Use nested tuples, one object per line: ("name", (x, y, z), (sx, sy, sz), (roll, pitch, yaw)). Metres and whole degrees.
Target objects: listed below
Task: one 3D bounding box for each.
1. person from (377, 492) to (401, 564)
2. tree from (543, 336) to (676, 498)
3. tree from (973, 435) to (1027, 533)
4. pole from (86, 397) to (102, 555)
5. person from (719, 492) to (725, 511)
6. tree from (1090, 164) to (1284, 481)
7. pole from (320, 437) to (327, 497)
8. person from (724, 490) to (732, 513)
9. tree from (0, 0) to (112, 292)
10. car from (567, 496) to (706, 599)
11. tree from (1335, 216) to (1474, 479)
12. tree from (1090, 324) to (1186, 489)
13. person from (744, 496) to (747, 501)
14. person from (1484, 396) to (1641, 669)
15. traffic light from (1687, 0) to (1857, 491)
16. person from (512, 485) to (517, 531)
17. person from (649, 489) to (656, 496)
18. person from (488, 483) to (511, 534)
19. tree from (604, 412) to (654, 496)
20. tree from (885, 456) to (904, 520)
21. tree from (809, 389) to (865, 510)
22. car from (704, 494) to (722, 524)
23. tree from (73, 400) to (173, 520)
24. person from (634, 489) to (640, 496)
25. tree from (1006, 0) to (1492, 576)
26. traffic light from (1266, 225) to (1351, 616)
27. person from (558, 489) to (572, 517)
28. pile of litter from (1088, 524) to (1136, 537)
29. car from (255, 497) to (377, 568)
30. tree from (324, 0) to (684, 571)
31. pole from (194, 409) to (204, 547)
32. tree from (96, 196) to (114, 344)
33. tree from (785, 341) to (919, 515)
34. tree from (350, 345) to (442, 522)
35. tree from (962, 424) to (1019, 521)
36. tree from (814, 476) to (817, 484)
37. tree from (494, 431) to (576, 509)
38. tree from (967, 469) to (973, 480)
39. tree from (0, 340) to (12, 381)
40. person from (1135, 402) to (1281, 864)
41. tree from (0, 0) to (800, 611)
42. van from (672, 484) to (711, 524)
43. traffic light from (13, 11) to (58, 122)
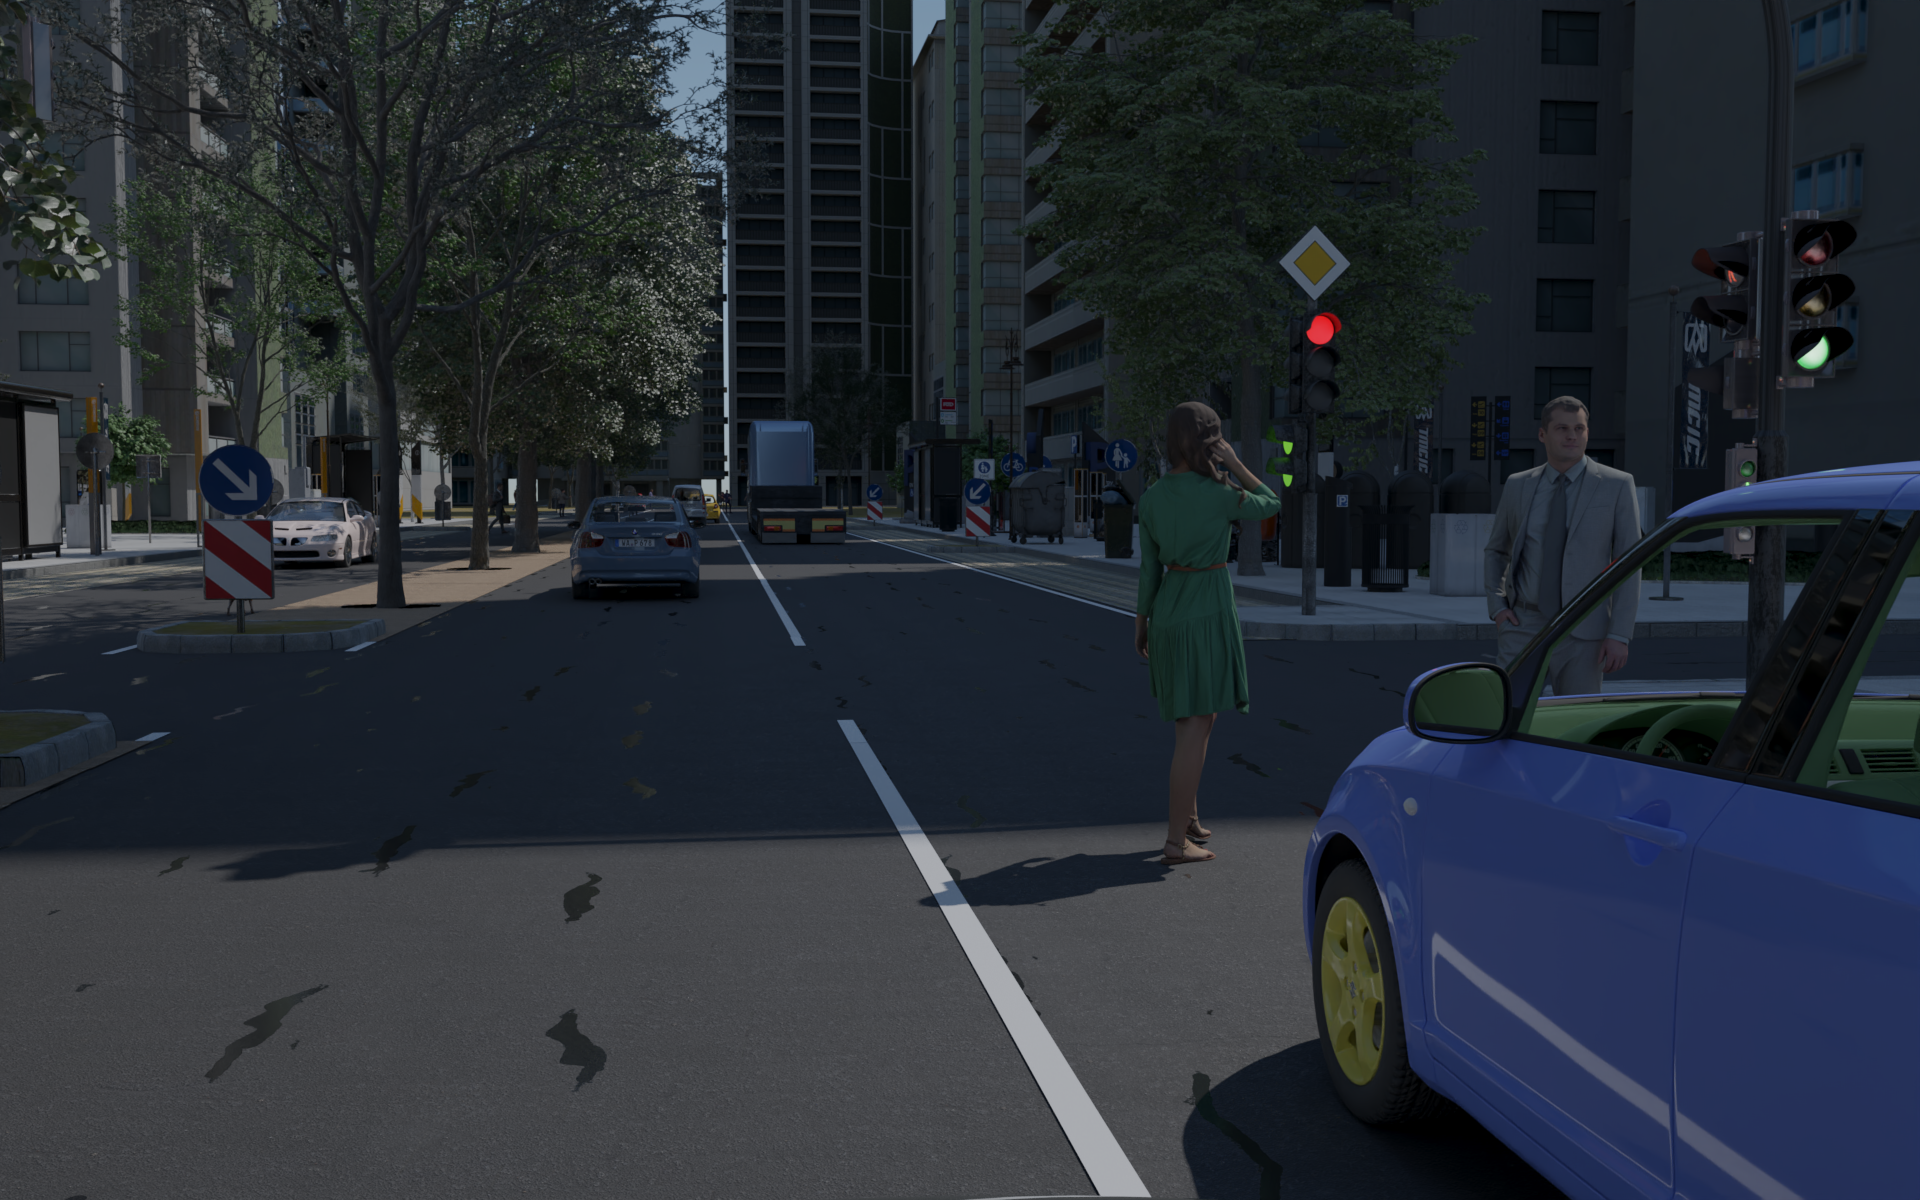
("person", (-11.660, -1.637, 35.439), (0.511, 1.800, 0.466), (2, 4, 24))
("tree", (-15.034, -9.238, 71.624), (7.486, 12.596, 7.792), (0, 3, 0))
("tree", (1.434, -3.832, 57.257), (1.663, 3.219, 1.824), (0, 3, 0))
("pole", (-18.291, -2.613, 36.567), (0.158, 3.312, 0.155), (0, 3, 0))
("person", (-20.176, -8.366, 146.760), (0.593, 1.643, 0.415), (-1, 4, -14))
("tree", (4.537, -5.297, 36.975), (4.360, 8.622, 3.978), (0, 3, 0))
("pole", (-22.845, -4.182, 62.220), (0.158, 3.312, 0.155), (0, 3, 0))
("person", (-17.076, -7.277, 127.928), (0.568, 1.767, 0.683), (3, 5, 44))
("tree", (-5.169, -5.833, 4.488), (9.857, 13.997, 8.962), (0, 3, 0))
("car", (-4.666, -0.796, 25.017), (2.014, 1.417, 4.499), (-1, 4, -10))
("tree", (11.298, -5.785, 44.954), (4.737, 8.622, 4.395), (0, 3, 0))
("tree", (7.525, -7.359, 70.686), (4.737, 8.622, 4.395), (0, 3, 0))
("person", (-15.397, -7.253, 127.802), (1.217, 1.743, 0.721), (-3, 4, -37))
("person", (2.351, 0.107, 6.846), (0.635, 1.810, 0.391), (2, 4, 27))
("traffic light", (2.751, -2.155, 9.901), (4.771, 5.953, 1.251), (-1, 4, -8))
("person", (-17.131, -3.595, 67.257), (0.573, 1.828, 0.580), (-3, 4, -36))
("person", (-27.474, -8.955, 154.777), (0.599, 1.838, 0.709), (-1, 4, -10))
("person", (-16.708, -3.313, 62.632), (0.822, 1.834, 0.622), (0, 4, -6))
("tree", (-15.524, -7.672, 78.251), (4.360, 8.622, 3.978), (0, 3, 0))
("tree", (-3.055, -5.669, 87.290), (1.663, 3.219, 1.824), (0, 3, 0))
("tree", (-8.095, -10.085, 115.255), (4.360, 8.622, 3.978), (0, 3, 0))
("car", (-12.644, -4.561, 84.792), (2.015, 1.641, 3.980), (-1, 4, -9))
("tree", (-29.372, -4.710, 60.722), (4.285, 4.588, 4.351), (0, 3, 0))
("person", (-21.980, -6.633, 117.043), (1.348, 1.812, 0.705), (0, 4, -6))
("tree", (4.185, -6.666, 27.109), (7.486, 12.596, 7.792), (0, 3, 0))
("traffic light", (3.677, -1.793, 18.242), (0.839, 4.253, 0.868), (-1, 4, -8))
("person", (-24.545, -6.029, 107.608), (0.750, 1.759, 0.617), (-3, 5, -42))
("pile of litter", (4.602, -2.306, 51.671), (1.176, 0.858, 1.719), (-3, 5, -45))
("car", (-13.047, -1.388, 35.063), (2.083, 1.381, 4.827), (-1, 4, -9))
("tree", (-8.907, -6.355, 32.115), (9.928, 11.665, 9.643), (0, 3, 0))
("pole", (-18.305, -2.926, 41.676), (0.158, 3.312, 0.155), (0, 3, 0))
("tree", (-21.709, -7.755, 52.543), (9.928, 11.665, 9.643), (0, 3, 0))
("tree", (-6.587, -10.434, 105.012), (8.767, 10.594, 7.601), (0, 4, 2))
("tree", (-25.232, -7.864, 78.931), (4.360, 8.622, 3.978), (0, 3, 0))
("tree", (1.230, -5.983, 81.542), (4.285, 4.588, 4.351), (0, 3, 0))
("tree", (-15.013, -10.965, 162.992), (4.285, 4.588, 4.351), (0, 3, 0))
("tree", (-35.437, -13.212, 150.434), (7.601, 10.594, 8.767), (2, 4, 24))
("tree", (1.160, -4.972, 75.900), (1.663, 3.219, 1.824), (0, 3, 0))
("tree", (-35.505, -6.793, 61.435), (4.360, 8.622, 3.978), (0, 3, 0))
("person", (0.912, 0.114, 6.879), (0.600, 1.795, 0.529), (2, 4, 35))
("tree", (-7.078, -6.626, 21.159), (12.009, 13.543, 11.850), (0, 3, 0))
("van", (-12.515, -4.456, 79.871), (2.013, 2.044, 4.112), (0, 4, -8))
("traffic light", (-11.004, -2.538, 16.166), (4.771, 5.953, 1.251), (-1, 4, -8))
